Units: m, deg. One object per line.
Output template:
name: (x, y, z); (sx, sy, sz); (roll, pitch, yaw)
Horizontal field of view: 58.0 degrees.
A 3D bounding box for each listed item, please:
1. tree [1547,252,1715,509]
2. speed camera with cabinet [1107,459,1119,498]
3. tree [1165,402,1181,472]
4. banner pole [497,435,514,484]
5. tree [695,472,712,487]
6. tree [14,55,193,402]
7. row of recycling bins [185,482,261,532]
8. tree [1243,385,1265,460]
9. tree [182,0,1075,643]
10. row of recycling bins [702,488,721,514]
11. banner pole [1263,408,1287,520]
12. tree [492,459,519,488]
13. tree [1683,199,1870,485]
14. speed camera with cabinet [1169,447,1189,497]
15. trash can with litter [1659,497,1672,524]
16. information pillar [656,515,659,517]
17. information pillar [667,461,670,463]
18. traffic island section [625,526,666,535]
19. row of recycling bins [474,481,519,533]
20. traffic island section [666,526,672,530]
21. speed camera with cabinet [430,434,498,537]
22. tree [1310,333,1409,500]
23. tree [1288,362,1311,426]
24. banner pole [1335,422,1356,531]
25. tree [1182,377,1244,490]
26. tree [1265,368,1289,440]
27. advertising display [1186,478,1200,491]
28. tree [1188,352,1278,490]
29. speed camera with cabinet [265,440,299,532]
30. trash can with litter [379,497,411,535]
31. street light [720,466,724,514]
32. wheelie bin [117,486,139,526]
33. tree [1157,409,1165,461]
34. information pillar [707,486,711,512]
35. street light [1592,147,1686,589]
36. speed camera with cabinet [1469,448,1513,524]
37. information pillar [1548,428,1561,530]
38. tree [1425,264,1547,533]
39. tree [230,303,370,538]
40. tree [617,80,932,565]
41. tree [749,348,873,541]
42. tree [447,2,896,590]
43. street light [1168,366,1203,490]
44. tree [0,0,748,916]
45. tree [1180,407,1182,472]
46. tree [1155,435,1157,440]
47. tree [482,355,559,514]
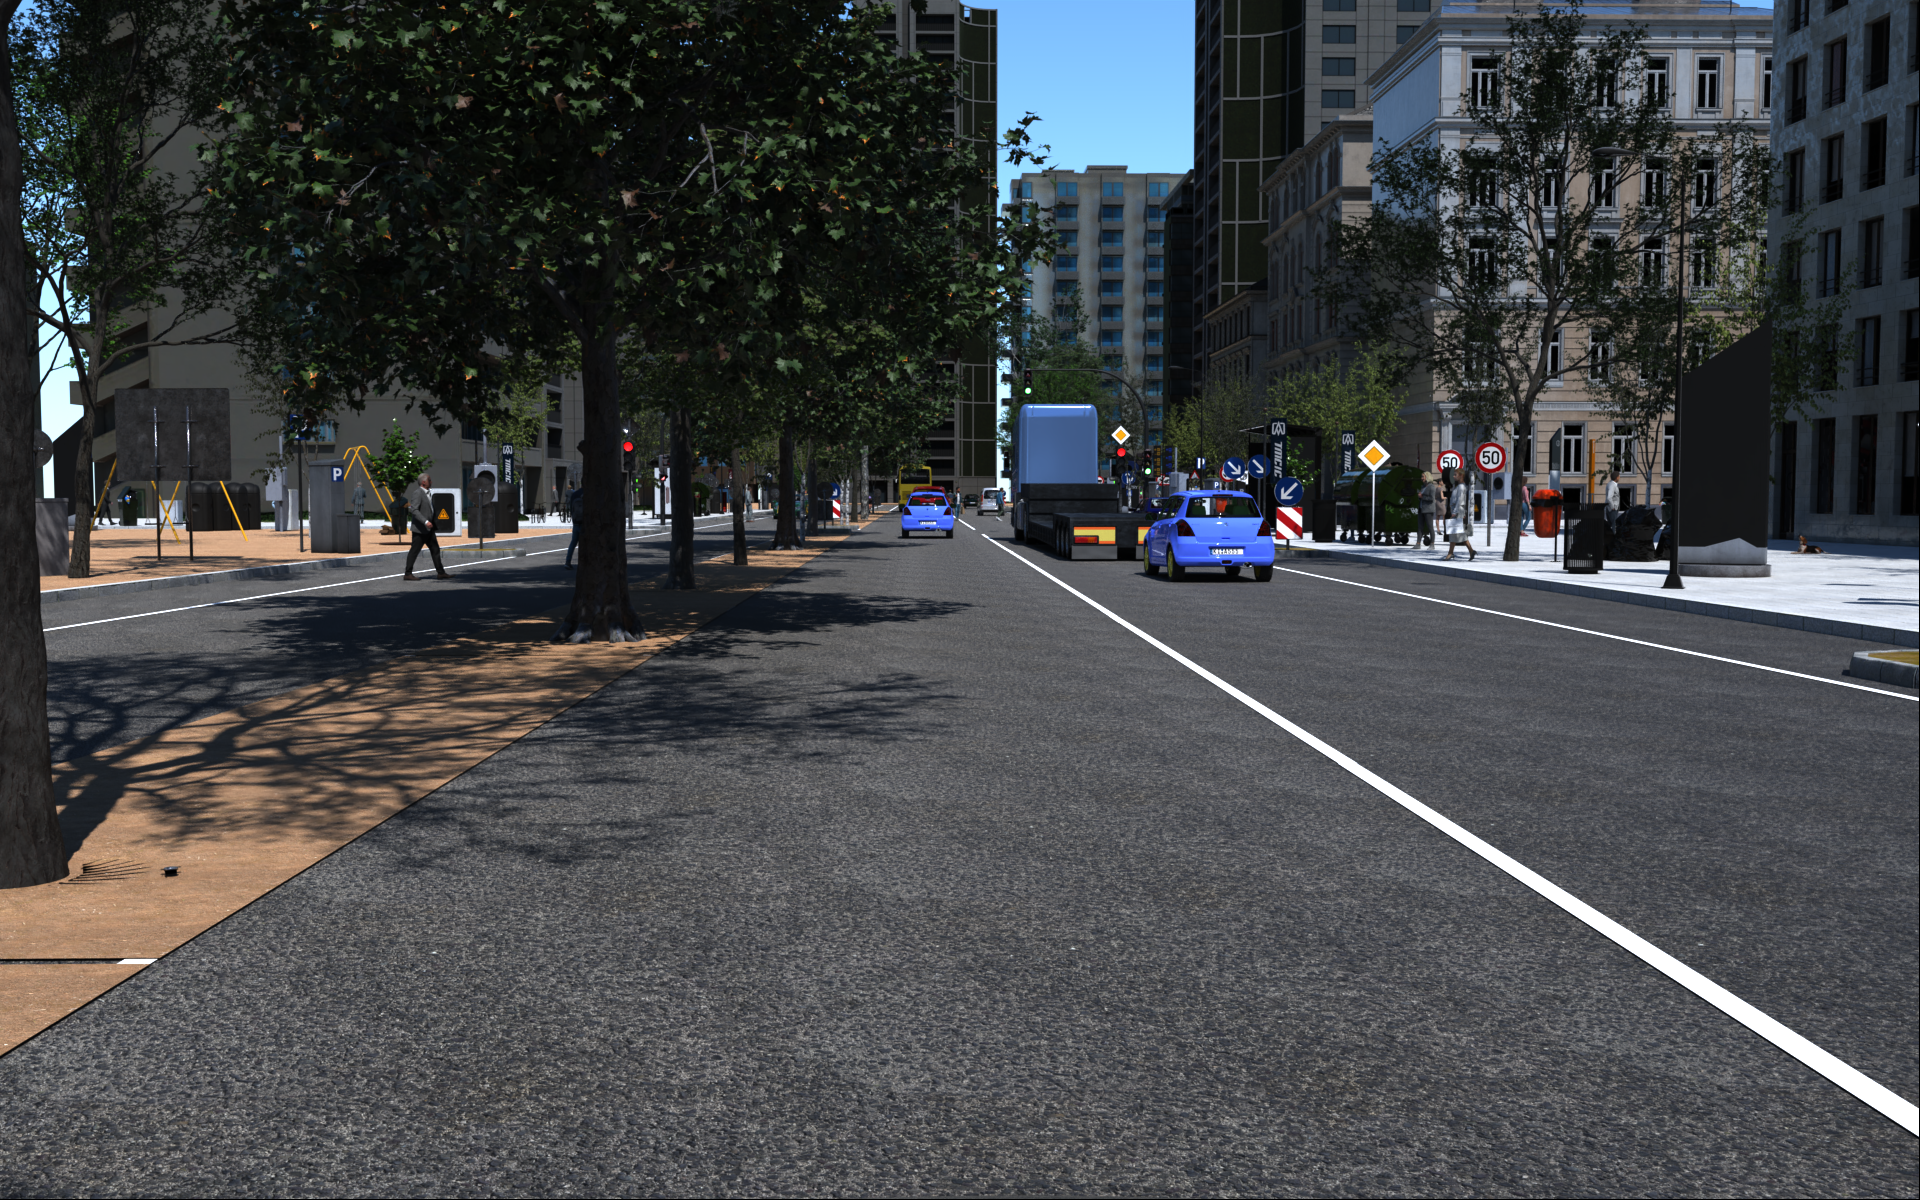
tree: (20.564, -6.212, 51.923); (4.360, 8.622, 3.978); (0, 3, 0)
speed camera with cabinet: (8.359, -6.272, 96.879); (0.660, 3.252, 2.038); (2, 4, 24)
tree: (17.516, -10.529, 122.516); (4.737, 8.622, 4.395); (0, 3, 0)
banner pole: (-19.457, -5.135, 73.969); (0.863, 3.779, 0.401); (-1, 4, -15)
tree: (-20.862, -8.944, 140.831); (1.663, 3.219, 1.824); (0, 3, 0)
tree: (-21.232, -6.912, 38.775); (9.928, 11.665, 9.643); (0, 3, 0)
row of recycling bins: (-25.870, -3.295, 60.983); (1.069, 1.692, 3.534); (1, 4, 13)
tree: (19.585, -9.276, 102.022); (4.737, 8.622, 4.395); (0, 3, 0)
tree: (-3.513, -5.951, 16.763); (9.611, 12.733, 9.660); (0, 3, 0)
row of recycling bins: (-17.454, -6.516, 113.654); (3.534, 1.692, 1.069); (0, 4, 1)
banner pole: (9.047, -3.676, 50.117); (0.863, 3.779, 0.401); (1, 4, 14)
tree: (-24.788, -6.094, 94.243); (1.663, 3.219, 1.824); (0, 3, 0)
tree: (20.073, -5.673, 43.121); (4.737, 8.622, 4.395); (0, 3, 0)
speed camera with cabinet: (9.684, -4.814, 73.052); (0.660, 3.252, 2.038); (-2, 4, -32)
trash can with litter: (29.722, -3.765, 72.945); (0.624, 1.170, 1.055); (1, 4, 16)
information pillar: (-16.879, -5.672, 97.237); (0.304, 2.012, 0.304); (0, 4, 5)
information pillar: (-17.545, -6.964, 105.222); (0.504, 3.616, 0.183); (0, 4, -4)
traffic island section: (-11.943, -2.471, 62.679); (2.009, 0.180, 2.903); (0, 4, -1)
row of recycling bins: (-15.511, -3.113, 58.005); (1.069, 1.692, 3.534); (-2, 4, -26)
traffic island section: (-12.137, -2.959, 70.662); (2.009, 0.180, 2.903); (0, 4, -1)
speed camera with cabinet: (-14.998, -3.538, 52.182); (2.038, 3.252, 0.660); (-1, 4, -17)
tree: (18.804, -7.912, 79.716); (4.737, 8.622, 4.395); (0, 3, 0)
tree: (20.019, -8.617, 91.252); (4.737, 8.622, 4.395); (0, 3, 0)
banner pole: (13.220, -4.267, 59.781); (0.863, 3.779, 0.401); (1, 4, 9)
tree: (16.467, -9.602, 107.354); (4.737, 8.622, 4.395); (0, 3, 0)
tree: (19.969, -9.013, 97.732); (4.737, 8.622, 4.395); (0, 3, 0)
advertising display: (9.635, -4.043, 71.316); (0.123, 1.923, 0.974); (3, 5, 42)
tree: (14.488, -8.481, 89.021); (4.360, 8.622, 3.978); (0, 3, 0)
speed camera with cabinet: (-23.356, -3.994, 59.635); (0.660, 3.252, 2.038); (0, 4, -6)
trash can with litter: (-17.779, -2.640, 54.551); (0.624, 1.170, 1.055); (1, 4, 19)
street light: (-14.620, -8.419, 110.183); (1.470, 5.913, 1.316); (0, 4, -1)
wheelie bin: (-33.415, -3.772, 69.580); (0.693, 1.594, 0.980); (-3, 5, -44)
tree: (17.630, -10.919, 128.891); (4.737, 8.622, 4.395); (0, 3, 0)
information pillar: (-16.950, -6.849, 116.466); (0.304, 2.012, 0.304); (-3, 5, -44)
street light: (9.164, -3.109, 23.378); (1.470, 5.913, 1.316); (0, 4, -1)
speed camera with cabinet: (22.717, -4.881, 74.141); (0.660, 3.252, 2.038); (-2, 4, -29)
information pillar: (20.971, -4.262, 61.034); (0.504, 3.616, 0.183); (-2, 4, -34)
tree: (16.980, -6.490, 56.476); (4.360, 8.622, 3.978); (0, 3, 0)
tree: (-19.105, -6.135, 50.669); (4.360, 8.622, 3.978); (0, 3, 0)
tree: (-4.373, -5.982, 34.680); (8.767, 10.594, 7.601); (0, 4, -1)
tree: (-4.756, -6.068, 52.027); (4.360, 8.622, 3.978); (0, 3, 0)
tree: (-4.302, -6.451, 26.055); (7.486, 12.596, 7.792); (0, 3, 0)
street light: (8.252, -5.535, 63.035); (1.470, 5.913, 1.316); (0, 4, -1)
tree: (-3.464, -5.689, 5.846); (12.009, 13.543, 11.850); (0, 3, 0)
tree: (18.172, -10.166, 116.581); (4.737, 8.622, 4.395); (0, 3, 0)
tree: (17.569, -11.496, 138.316); (4.737, 8.622, 4.395); (0, 3, 0)
tree: (-22.824, -8.480, 89.012); (4.737, 8.622, 4.395); (0, 3, 0)
